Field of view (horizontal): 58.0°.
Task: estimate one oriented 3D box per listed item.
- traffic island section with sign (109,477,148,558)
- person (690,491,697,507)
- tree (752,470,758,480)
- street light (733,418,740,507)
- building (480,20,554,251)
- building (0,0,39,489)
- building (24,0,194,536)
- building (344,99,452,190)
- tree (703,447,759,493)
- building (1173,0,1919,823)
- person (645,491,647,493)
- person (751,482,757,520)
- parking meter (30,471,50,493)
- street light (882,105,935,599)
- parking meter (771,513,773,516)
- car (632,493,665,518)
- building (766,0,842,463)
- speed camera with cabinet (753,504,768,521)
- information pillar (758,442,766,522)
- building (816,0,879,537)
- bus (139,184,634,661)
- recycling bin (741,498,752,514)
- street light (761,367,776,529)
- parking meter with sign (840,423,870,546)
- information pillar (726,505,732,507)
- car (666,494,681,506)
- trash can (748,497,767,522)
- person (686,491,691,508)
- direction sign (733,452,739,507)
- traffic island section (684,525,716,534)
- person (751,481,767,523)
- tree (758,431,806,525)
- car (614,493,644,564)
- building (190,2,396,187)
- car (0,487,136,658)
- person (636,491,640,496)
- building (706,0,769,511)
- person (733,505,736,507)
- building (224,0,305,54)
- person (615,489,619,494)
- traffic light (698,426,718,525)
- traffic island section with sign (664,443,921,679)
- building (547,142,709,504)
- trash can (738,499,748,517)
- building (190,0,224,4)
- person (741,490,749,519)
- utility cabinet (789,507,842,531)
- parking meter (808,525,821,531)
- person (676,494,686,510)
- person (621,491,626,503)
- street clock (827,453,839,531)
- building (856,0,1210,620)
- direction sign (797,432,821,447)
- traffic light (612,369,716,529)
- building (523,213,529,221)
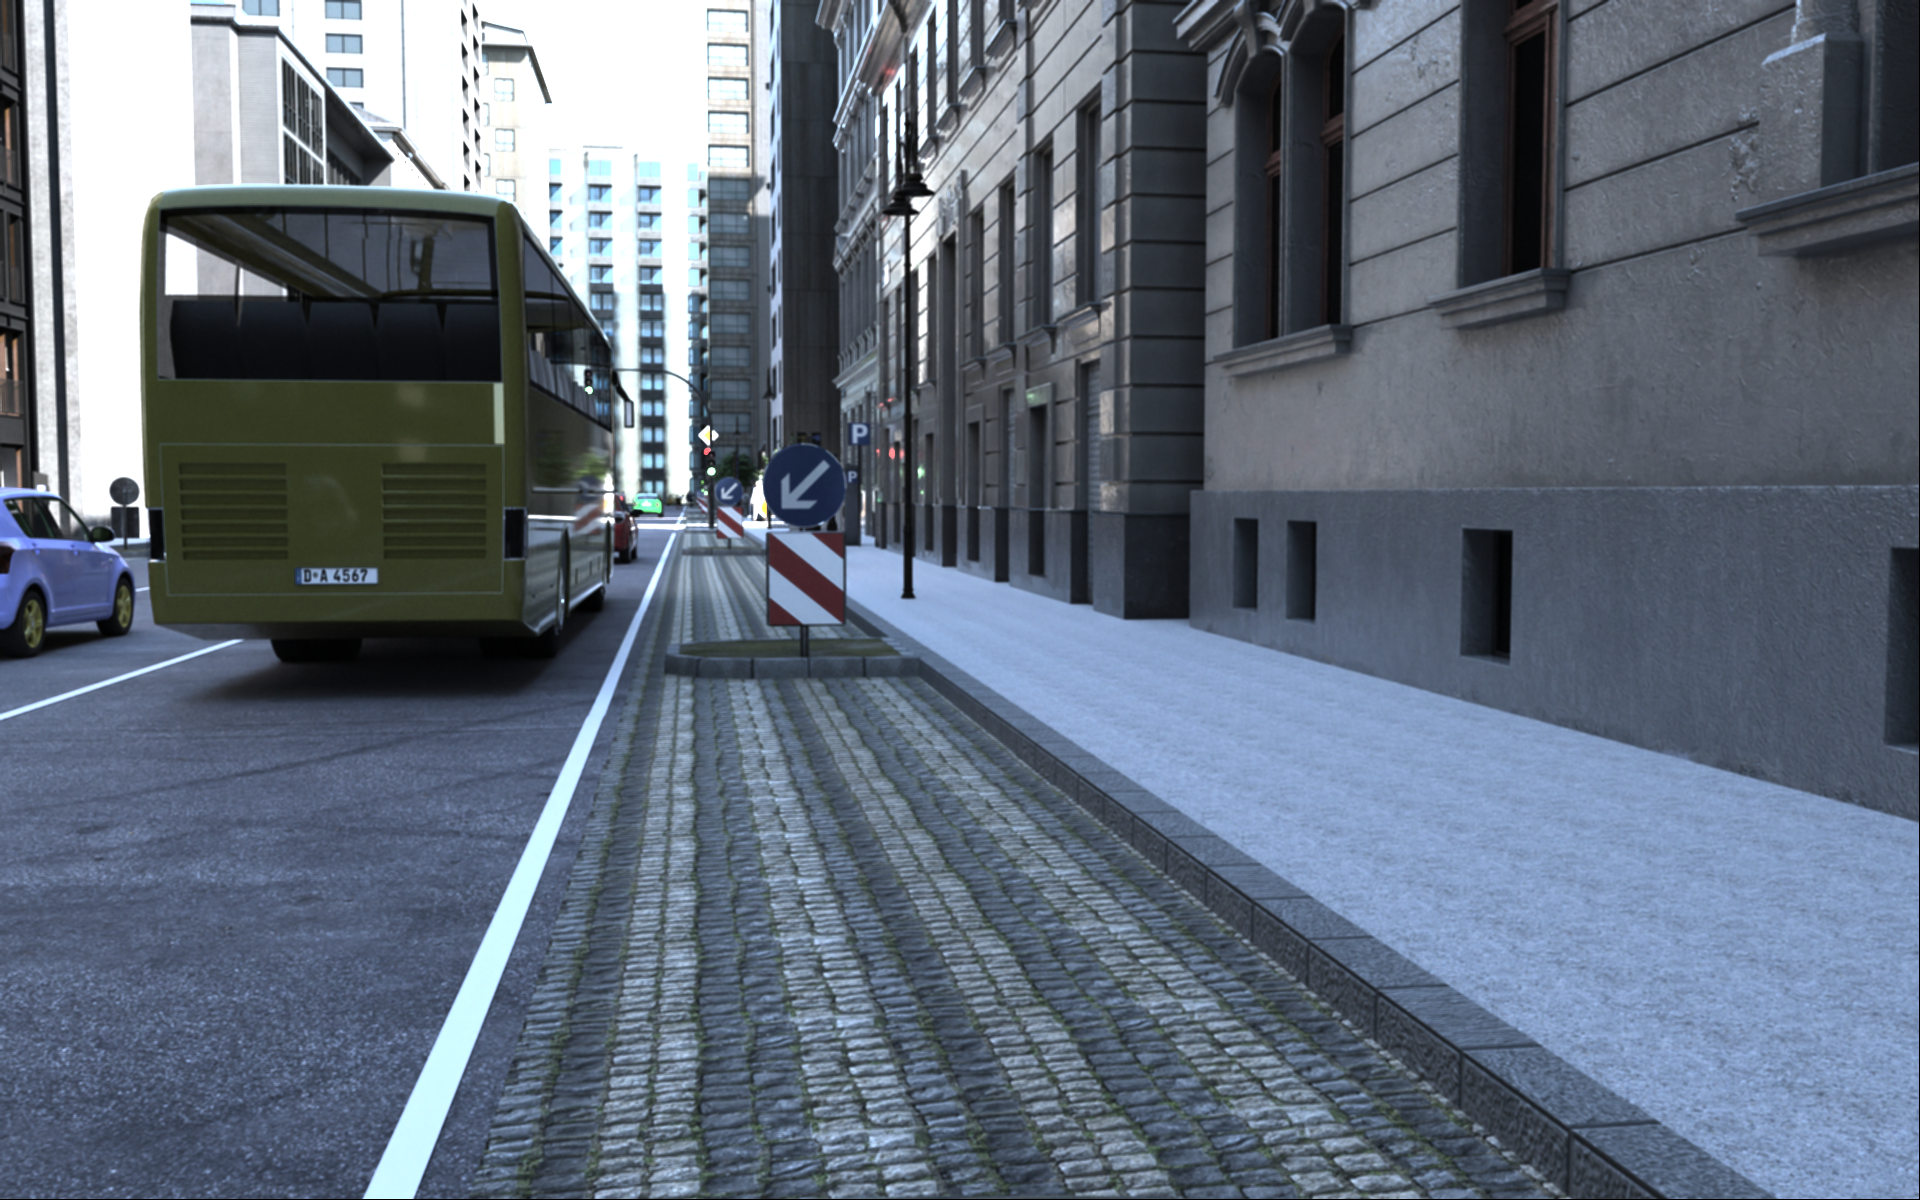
[{"bbox_3d":[-19.137,-1.884,39.432,1.989,1.847,2.006,-1,4,-9],"label":"traffic island section with sign"},{"bbox_3d":[-29.706,-11.196,191.532,1.348,1.826,0.705,-2,4,-25],"label":"person"},{"bbox_3d":[-7.703,-4.809,73.234,1.663,3.219,1.824,0,3,0],"label":"tree"},{"bbox_3d":[-13.226,-7.956,102.866,0.468,5.910,1.993,-1,4,-9],"label":"street light"},{"bbox_3d":[-61.905,-37.398,200.695,27.495,52.752,28.713,-1,4,-9],"label":"building"},{"bbox_3d":[-29.006,-12.623,36.069,12.332,23.373,15.834,-1,4,-9],"label":"building"},{"bbox_3d":[-35.287,-14.324,52.223,19.932,24.808,12.078,-1,4,-9],"label":"building"},{"bbox_3d":[-40.204,-19.225,111.599,12.463,27.353,25.104,-1,4,-9],"label":"building"},{"bbox_3d":[-15.253,-8.248,118.576,4.285,4.588,4.351,0,3,0],"label":"tree"},{"bbox_3d":[10.053,-13.357,5.777,14.401,28.519,23.554,-1,4,-9],"label":"building"},{"bbox_3d":[-34.930,-11.230,192.772,0.621,1.740,0.551,2,4,33],"label":"person"},{"bbox_3d":[-10.132,-4.920,85.849,0.474,1.900,0.648,0,4,-7],"label":"person"},{"bbox_3d":[-23.399,-2.346,44.069,0.255,1.863,0.399,3,5,41],"label":"parking meter"},{"bbox_3d":[-0.638,-2.958,21.156,0.468,5.910,1.993,-1,4,-9],"label":"street light"},{"bbox_3d":[-11.004,-5.780,100.215,0.399,1.863,0.255,-3,4,-38],"label":"parking meter"},{"bbox_3d":[-18.961,-5.901,105.275,1.959,1.807,4.718,0,4,-8],"label":"car"},{"bbox_3d":[-1.852,-19.018,82.642,14.107,30.474,14.160,-1,4,-9],"label":"building"},{"bbox_3d":[-9.441,-5.416,82.892,0.660,3.252,2.038,-1,4,-18],"label":"speed camera with cabinet"},{"bbox_3d":[-8.918,-5.308,78.137,0.183,3.616,0.504,2,4,25],"label":"information pillar"},{"bbox_3d":[2.205,-13.243,52.679,11.583,22.565,21.152,-1,4,-9],"label":"building"},{"bbox_3d":[-5.099,-1.605,17.794,2.896,3.916,12.252,0,4,-8],"label":"bus"},{"bbox_3d":[-13.964,-6.178,113.557,0.722,1.027,0.722,-1,4,-9],"label":"recycling bin"},{"bbox_3d":[-6.989,-5.540,63.368,0.468,5.910,1.993,-1,4,-9],"label":"street light"},{"bbox_3d":[-2.755,-2.870,43.178,0.543,3.016,1.738,-1,4,-20],"label":"parking meter with sign"},{"bbox_3d":[-14.404,-6.329,107.969,0.304,2.012,0.304,3,5,42],"label":"information pillar"},{"bbox_3d":[-34.820,-12.274,210.902,2.015,1.641,3.980,-1,4,-11],"label":"car"},{"bbox_3d":[-9.328,-4.242,81.006,0.748,1.137,0.748,0,3,0],"label":"trash can"},{"bbox_3d":[-27.350,-10.102,174.585,0.541,1.710,0.530,1,4,13],"label":"person"},{"bbox_3d":[-12.053,-6.190,93.200,0.379,3.537,0.876,-2,4,-25],"label":"direction sign"},{"bbox_3d":[-9.090,-2.523,63.524,2.009,0.180,2.903,-1,4,-9],"label":"traffic island section"},{"bbox_3d":[-8.939,-4.345,76.970,0.818,1.842,0.514,1,4,23],"label":"person"},{"bbox_3d":[-5.236,-3.580,53.132,1.663,3.219,1.824,0,3,0],"label":"tree"},{"bbox_3d":[-7.887,-1.717,37.106,2.155,1.783,4.494,0,4,-8],"label":"car"},{"bbox_3d":[-36.687,-16.147,83.069,14.314,24.678,30.058,-1,4,-9],"label":"building"},{"bbox_3d":[-9.133,-0.412,16.335,1.945,1.707,3.694,-1,4,-8],"label":"car"},{"bbox_3d":[-35.209,-11.051,189.630,0.683,1.767,0.568,0,4,5],"label":"person"},{"bbox_3d":[-13.214,-27.876,139.359,14.154,41.232,14.086,-1,4,-9],"label":"building"},{"bbox_3d":[-16.033,-7.105,122.310,0.850,1.850,0.679,0,4,4],"label":"person"},{"bbox_3d":[-50.327,-43.561,150.475,20.563,71.187,20.611,-1,4,-9],"label":"building"},{"bbox_3d":[-25.560,-7.374,129.409,0.444,1.785,0.601,1,4,10],"label":"person"},{"bbox_3d":[-10.358,-5.038,71.295,0.839,4.253,0.868,-1,4,-9],"label":"traffic light"},{"bbox_3d":[-1.434,-0.346,14.289,1.989,1.847,2.006,-1,4,-9],"label":"traffic island section with sign"},{"bbox_3d":[-48.962,-37.882,238.981,30.456,49.044,23.786,-1,4,-9],"label":"building"},{"bbox_3d":[-12.122,-5.229,97.144,0.748,1.137,0.748,0,3,0],"label":"trash can"},{"bbox_3d":[-91.157,-54.114,197.442,31.000,86.520,22.319,-1,4,-9],"label":"building"},{"bbox_3d":[-11.041,-4.890,88.592,0.523,1.515,0.503,1,4,13],"label":"person"},{"bbox_3d":[-3.310,-1.896,39.677,1.173,1.500,0.318,0,4,0],"label":"utility cabinet"},{"bbox_3d":[-2.811,-1.483,32.656,0.372,1.533,0.369,0,3,0],"label":"parking meter"},{"bbox_3d":[-25.388,-8.915,157.453,0.799,1.438,0.628,-3,5,-45],"label":"person"},{"bbox_3d":[-33.708,-10.033,173.470,0.756,1.711,0.436,3,5,43],"label":"person"},{"bbox_3d":[-2.284,-1.610,30.899,0.358,2.002,0.471,0,4,3],"label":"street clock"},{"bbox_3d":[5.389,-14.214,29.666,12.463,27.353,25.104,-1,4,-9],"label":"building"},{"bbox_3d":[-5.530,-4.374,63.504,0.876,3.537,0.379,0,4,7],"label":"direction sign"},{"bbox_3d":[-11.185,-5.399,62.944,4.771,5.953,1.251,-1,4,-9],"label":"traffic light"},{"bbox_3d":[-49.838,-24.355,169.913,14.160,30.474,14.107,-1,4,-9],"label":"building"}]
